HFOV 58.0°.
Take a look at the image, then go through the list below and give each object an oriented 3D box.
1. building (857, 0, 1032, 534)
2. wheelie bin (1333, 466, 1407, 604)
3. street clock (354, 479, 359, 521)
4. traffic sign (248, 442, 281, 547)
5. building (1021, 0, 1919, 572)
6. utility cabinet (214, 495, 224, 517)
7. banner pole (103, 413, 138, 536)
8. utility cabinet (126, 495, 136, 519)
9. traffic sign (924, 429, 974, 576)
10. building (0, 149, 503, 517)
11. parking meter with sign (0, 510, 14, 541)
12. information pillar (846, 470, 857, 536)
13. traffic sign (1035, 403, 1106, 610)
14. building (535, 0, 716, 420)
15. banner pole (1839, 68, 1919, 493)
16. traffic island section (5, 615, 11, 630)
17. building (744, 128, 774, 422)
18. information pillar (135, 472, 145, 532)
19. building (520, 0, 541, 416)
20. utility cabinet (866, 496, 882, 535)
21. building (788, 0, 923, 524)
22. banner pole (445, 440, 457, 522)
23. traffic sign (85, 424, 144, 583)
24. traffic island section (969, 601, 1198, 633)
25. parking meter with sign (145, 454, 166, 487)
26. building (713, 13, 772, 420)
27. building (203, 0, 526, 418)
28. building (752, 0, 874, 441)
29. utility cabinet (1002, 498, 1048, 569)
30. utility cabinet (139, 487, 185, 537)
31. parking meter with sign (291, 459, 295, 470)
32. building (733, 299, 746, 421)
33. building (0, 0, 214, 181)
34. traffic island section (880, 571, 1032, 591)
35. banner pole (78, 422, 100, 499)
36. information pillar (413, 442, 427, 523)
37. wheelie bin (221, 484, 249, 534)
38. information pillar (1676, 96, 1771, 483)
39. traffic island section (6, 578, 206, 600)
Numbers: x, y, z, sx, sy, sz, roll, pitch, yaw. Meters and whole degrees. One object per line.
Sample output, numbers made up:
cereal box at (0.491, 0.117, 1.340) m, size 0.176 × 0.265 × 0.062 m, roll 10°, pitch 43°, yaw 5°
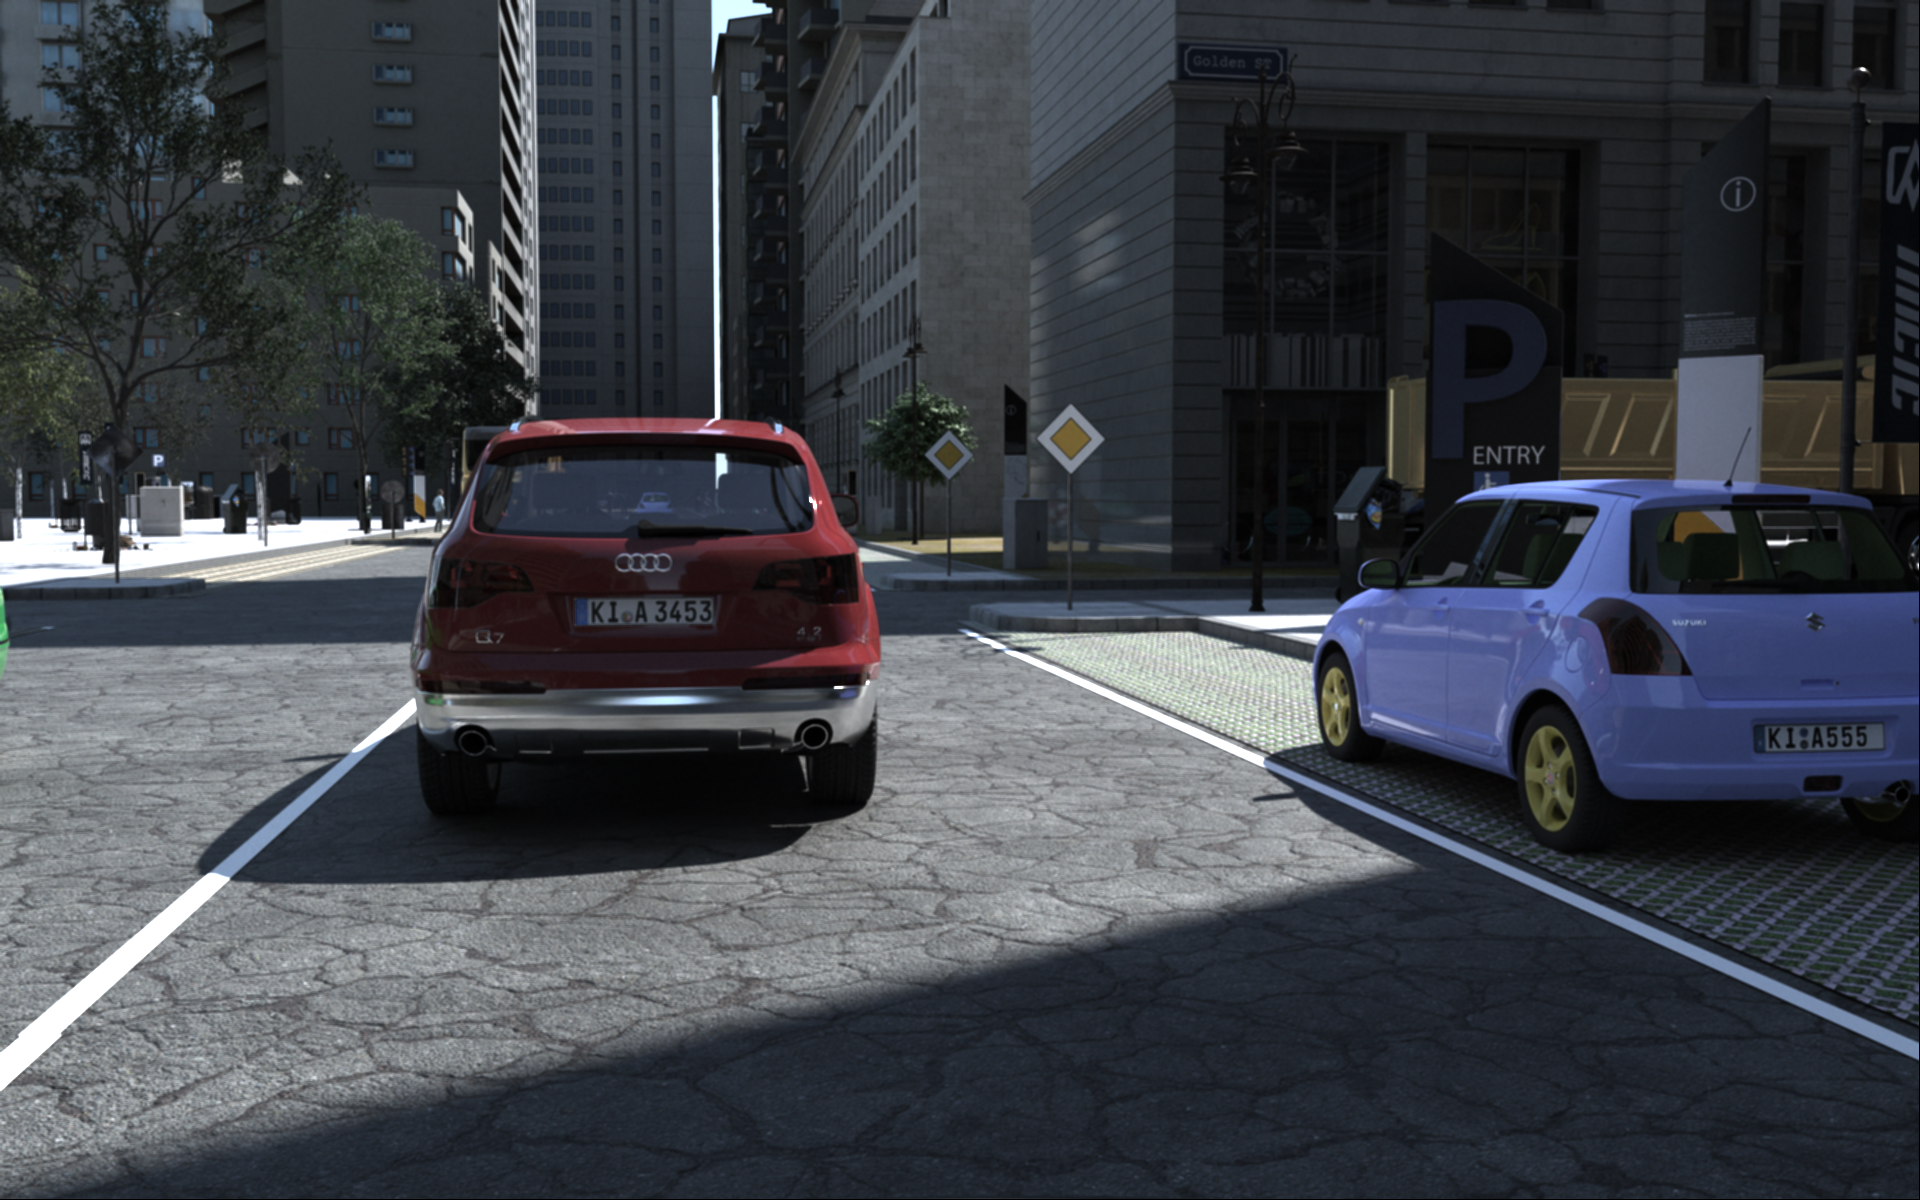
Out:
building at (2.355, -12.832, 64.559) m, size 10.420 × 20.320 × 16.860 m, roll -1°, pitch 4°, yaw -10°
wheelie bin at (4.747, -0.743, 20.051) m, size 0.693 × 1.594 × 0.980 m, roll -1°, pitch 4°, yaw -14°
street clock at (-28.793, -4.800, 83.053) m, size 0.471 × 2.002 × 0.358 m, roll 1°, pitch 4°, yaw 9°
traffic sign at (-16.919, -2.571, 42.145) m, size 0.768 × 2.556 × 0.104 m, roll 0°, pitch 4°, yaw -5°
building at (17.044, -15.778, 35.459) m, size 29.804 × 29.767 × 11.434 m, roll -1°, pitch 4°, yaw -10°
utility cabinet at (-40.649, -5.155, 95.446) m, size 0.306 × 1.237 × 1.020 m, roll 2°, pitch 4°, yaw 32°
banner pole at (-25.883, -3.876, 53.396) m, size 0.863 × 3.779 × 0.401 m, roll -2°, pitch 4°, yaw -28°
utility cabinet at (-41.780, -4.697, 87.963) m, size 1.020 × 1.237 × 0.306 m, roll -2°, pitch 4°, yaw -29°
traffic sign at (-0.176, -1.427, 26.979) m, size 0.795 × 2.450 × 0.064 m, roll -1°, pitch 4°, yaw -10°
building at (-44.551, -16.222, 110.262) m, size 27.650 × 21.520 × 28.899 m, roll -1°, pitch 4°, yaw -10°
parking meter with sign at (-26.342, -3.066, 46.392) m, size 0.543 × 3.016 × 1.738 m, roll 2°, pitch 4°, yaw 33°
information pillar at (-3.336, -2.994, 53.436) m, size 0.304 × 2.012 × 0.304 m, roll -1°, pitch 4°, yaw -12°
traffic sign at (1.213, -0.946, 19.116) m, size 0.795 × 2.450 × 0.064 m, roll -1°, pitch 4°, yaw -10°
building at (-41.673, -39.718, 191.391) m, size 28.212 × 58.520 × 21.231 m, roll -1°, pitch 4°, yaw -10°
banner pole at (5.514, -1.243, 10.333) m, size 0.863 × 3.779 × 0.401 m, roll -1°, pitch 4°, yaw -9°
traffic island section at (-10.772, 0.318, 17.089) m, size 2.009 × 0.180 × 2.903 m, roll -1°, pitch 4°, yaw -10°
building at (-10.518, -22.572, 140.749) m, size 14.160 × 30.474 × 14.107 m, roll -1°, pitch 4°, yaw -10°
information pillar at (-27.814, -3.322, 58.803) m, size 0.304 × 2.012 × 0.304 m, roll -2°, pitch 4°, yaw -27°
building at (-50.112, -44.123, 159.663) m, size 20.611 × 71.187 × 20.563 m, roll -1°, pitch 4°, yaw -10°
utility cabinet at (-2.732, -2.672, 54.841) m, size 0.306 × 1.237 × 1.020 m, roll 1°, pitch 4°, yaw 11°
building at (0.553, -15.575, 87.939) m, size 16.112 × 22.955 × 30.059 m, roll -1°, pitch 4°, yaw -10°
banner pole at (-23.799, -5.565, 81.009) m, size 0.401 × 3.779 × 0.863 m, roll 1°, pitch 4°, yaw 17°
traffic sign at (-12.139, -1.300, 24.895) m, size 0.795 × 2.450 × 0.064 m, roll -1°, pitch 4°, yaw -10°
traffic island section at (1.235, 0.189, 19.197) m, size 2.009 × 0.180 × 2.903 m, roll -1°, pitch 4°, yaw -10°
parking meter with sign at (-35.138, -4.838, 75.369) m, size 0.543 × 3.016 × 1.738 m, roll 0°, pitch 4°, yaw -5°
building at (-14.419, -37.388, 200.526) m, size 27.495 × 52.752 × 28.713 m, roll -1°, pitch 4°, yaw -10°
building at (-45.824, -31.276, 135.065) m, size 21.300 × 48.544 × 21.600 m, roll -1°, pitch 4°, yaw -10°
building at (-2.731, -28.397, 118.910) m, size 22.147 × 44.769 × 28.867 m, roll -1°, pitch 4°, yaw -10°
utility cabinet at (1.139, -1.148, 29.926) m, size 0.306 × 1.237 × 1.020 m, roll 2°, pitch 4°, yaw 35°
utility cabinet at (-23.741, -2.621, 51.527) m, size 1.173 × 1.500 × 0.318 m, roll 0°, pitch 4°, yaw -3°
parking meter with sign at (-33.260, -5.425, 84.955) m, size 0.543 × 3.016 × 1.738 m, roll 0°, pitch 4°, yaw 5°
building at (-6.780, -19.484, 163.597) m, size 27.650 × 21.520 × 28.899 m, roll -1°, pitch 4°, yaw -10°
building at (-75.619, -32.643, 153.315) m, size 30.456 × 49.044 × 23.786 m, roll -1°, pitch 4°, yaw -10°
traffic island section at (-0.154, -0.292, 27.061) m, size 2.009 × 0.180 × 2.903 m, roll -1°, pitch 4°, yaw -10°
banner pole at (-30.297, -4.304, 60.395) m, size 0.401 × 3.779 × 0.863 m, roll 3°, pitch 4°, yaw 37°
information pillar at (-24.075, -5.250, 77.186) m, size 0.504 × 3.616 × 0.183 m, roll -3°, pitch 5°, yaw -40°
wheelie bin at (-23.460, -2.945, 56.066) m, size 0.980 × 1.594 × 0.693 m, roll 3°, pitch 5°, yaw 42°
information pillar at (4.607, -1.169, 10.470) m, size 0.504 × 3.616 × 0.183 m, roll 3°, pitch 5°, yaw 41°
traffic island section at (-12.161, -0.163, 24.952) m, size 2.009 × 0.180 × 2.903 m, roll -1°, pitch 4°, yaw -10°
